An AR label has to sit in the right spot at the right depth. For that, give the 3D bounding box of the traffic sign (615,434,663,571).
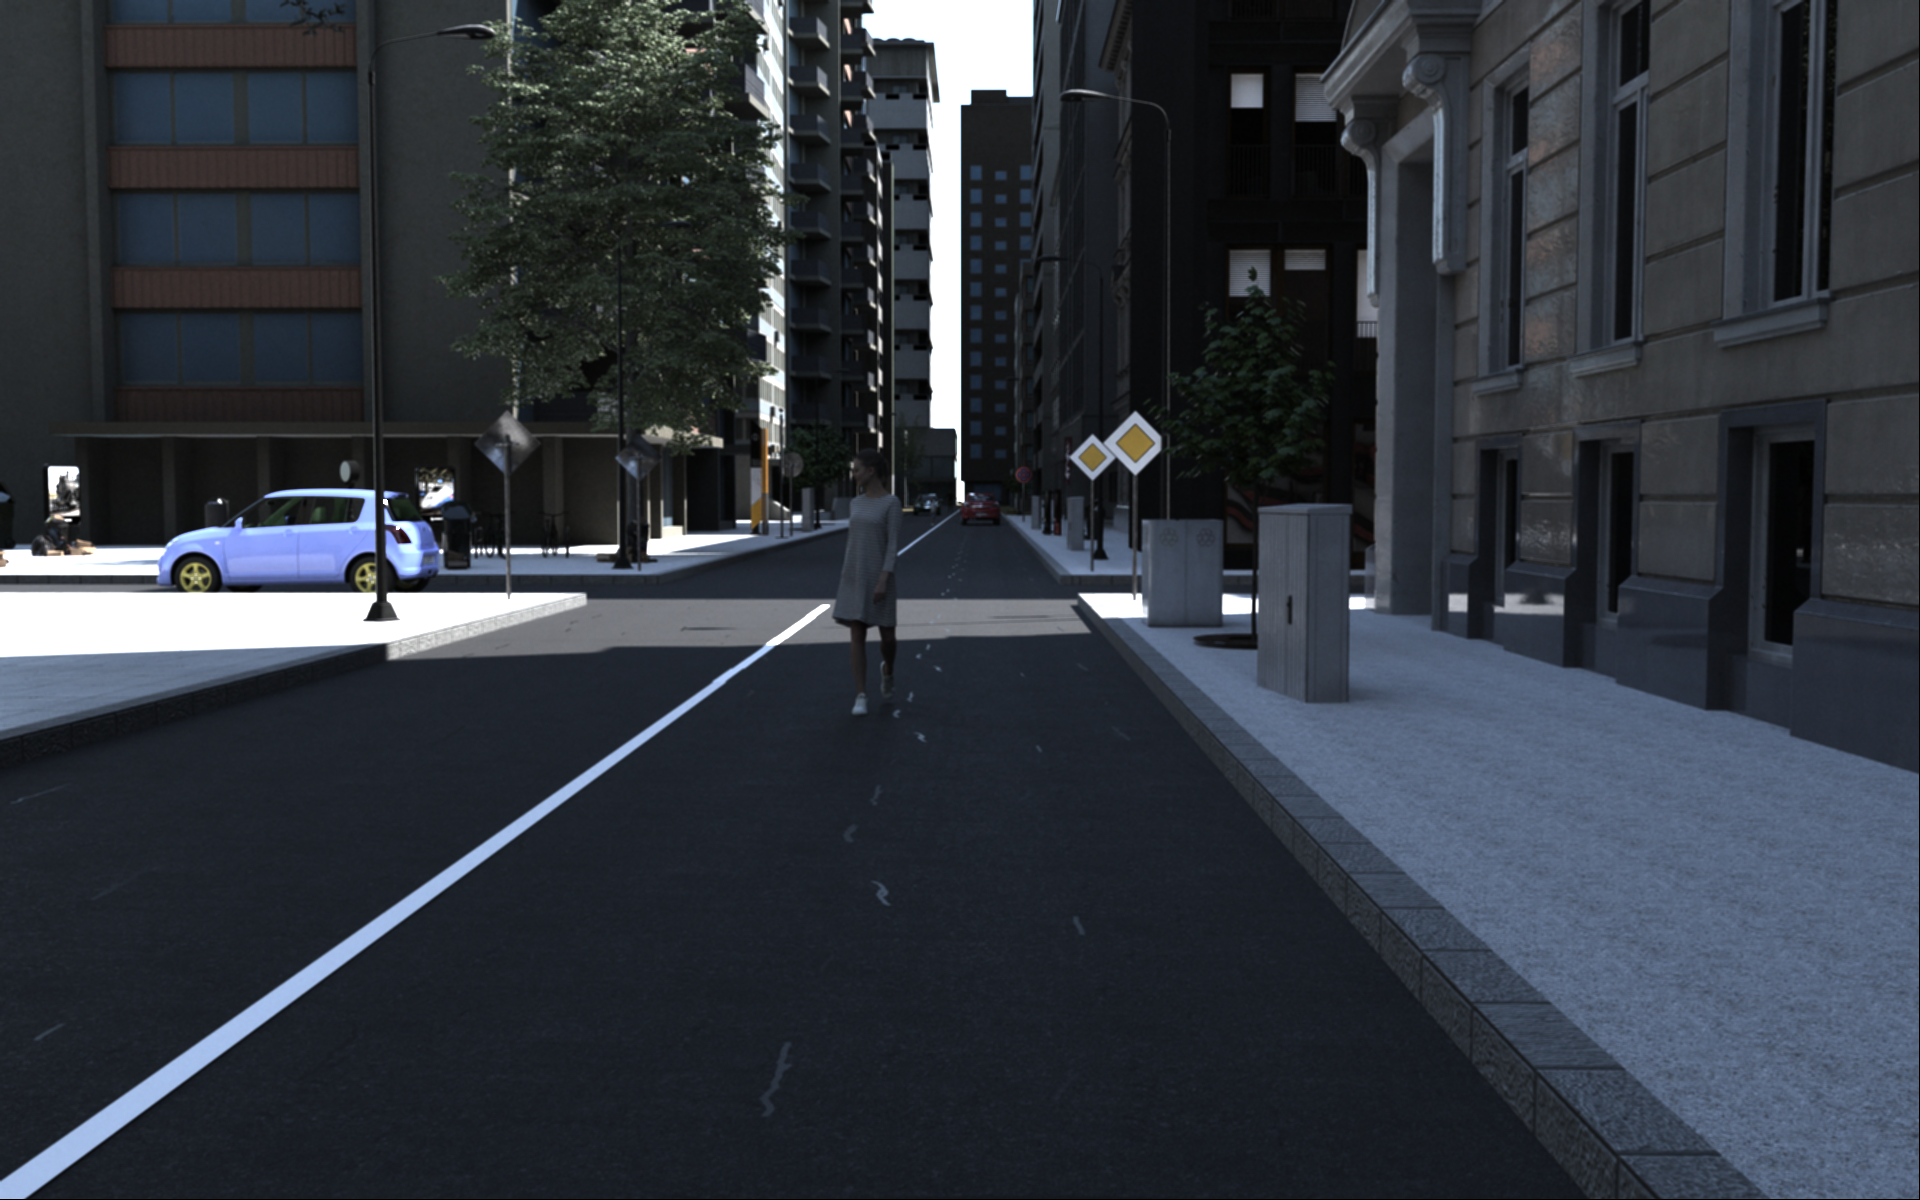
[{"bbox_3d":[-5.348,-1.542,28.852,0.795,2.450,0.064,0,4,1],"label":"traffic sign"}]

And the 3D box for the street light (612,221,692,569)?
[{"bbox_3d":[-5.259,-3.489,29.583,1.470,5.913,1.316,0,4,1],"label":"street light"}]

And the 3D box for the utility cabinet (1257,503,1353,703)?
[{"bbox_3d":[2.186,0.003,11.109,0.306,1.237,1.020,0,4,-7],"label":"utility cabinet"}]

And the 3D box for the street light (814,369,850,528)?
[{"bbox_3d":[-4.787,-5.628,64.563,1.470,5.913,1.316,0,4,1],"label":"street light"}]

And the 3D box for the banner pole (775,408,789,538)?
[{"bbox_3d":[-5.186,-3.702,50.550,0.401,3.779,0.863,0,4,-1],"label":"banner pole"}]

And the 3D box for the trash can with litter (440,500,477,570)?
[{"bbox_3d":[-8.600,-1.127,29.810,0.624,1.170,1.055,-1,4,-19],"label":"trash can with litter"}]

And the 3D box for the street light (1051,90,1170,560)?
[{"bbox_3d":[1.845,-2.908,20.085,1.470,5.913,1.316,0,4,1],"label":"street light"}]

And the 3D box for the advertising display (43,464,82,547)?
[{"bbox_3d":[-19.541,-1.989,37.727,0.123,1.923,0.974,1,4,14],"label":"advertising display"}]

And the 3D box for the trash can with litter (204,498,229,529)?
[{"bbox_3d":[-14.767,-1.468,35.065,2.233,1.210,1.678,1,4,12],"label":"trash can with litter"}]

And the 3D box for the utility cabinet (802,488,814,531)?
[{"bbox_3d":[-5.194,-3.084,59.095,0.318,1.500,1.173,0,4,2],"label":"utility cabinet"}]

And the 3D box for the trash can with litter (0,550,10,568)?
[{"bbox_3d":[-16.890,-1.126,29.793,0.624,1.170,1.055,0,4,0],"label":"trash can with litter"}]

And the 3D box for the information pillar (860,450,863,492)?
[{"bbox_3d":[-5.199,-6.115,91.333,0.183,3.616,0.504,0,4,2],"label":"information pillar"}]

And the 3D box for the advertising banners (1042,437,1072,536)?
[{"bbox_3d":[3.024,-3.521,53.758,0.090,3.025,2.074,-1,4,-22],"label":"advertising banners"}]

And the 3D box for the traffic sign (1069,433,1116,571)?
[{"bbox_3d":[2.195,-1.535,28.737,0.795,2.450,0.064,0,4,1],"label":"traffic sign"}]

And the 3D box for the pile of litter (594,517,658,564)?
[{"bbox_3d":[-6.313,-1.146,32.701,1.176,0.858,1.719,-1,4,-10],"label":"pile of litter"}]

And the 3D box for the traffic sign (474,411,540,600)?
[{"bbox_3d":[-5.449,-1.054,20.868,0.795,2.450,0.064,0,4,1],"label":"traffic sign"}]

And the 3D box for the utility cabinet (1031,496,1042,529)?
[{"bbox_3d":[2.818,-3.206,63.577,0.306,1.237,1.020,0,4,8],"label":"utility cabinet"}]

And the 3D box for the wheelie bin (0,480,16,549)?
[{"bbox_3d":[-22.460,-1.981,40.302,0.980,1.594,0.693,1,4,23],"label":"wheelie bin"}]

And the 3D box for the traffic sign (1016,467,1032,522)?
[{"bbox_3d":[2.952,-4.899,80.210,0.768,2.556,0.104,0,4,1],"label":"traffic sign"}]

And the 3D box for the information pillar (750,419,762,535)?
[{"bbox_3d":[-6.324,-3.843,54.189,0.504,3.616,0.183,-1,4,-20],"label":"information pillar"}]

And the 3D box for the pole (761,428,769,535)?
[{"bbox_3d":[-6.071,-3.673,53.889,0.158,3.312,0.155,0,3,0],"label":"pole"}]

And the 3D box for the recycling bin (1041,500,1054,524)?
[{"bbox_3d":[3.764,-3.822,75.051,0.722,1.027,0.722,1,4,11],"label":"recycling bin"}]

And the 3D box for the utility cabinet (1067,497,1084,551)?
[{"bbox_3d":[2.630,-1.738,39.581,0.306,1.237,1.020,0,4,-2],"label":"utility cabinet"}]

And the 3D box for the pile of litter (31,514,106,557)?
[{"bbox_3d":[-18.593,-1.356,36.132,1.176,0.858,1.719,2,4,29],"label":"pile of litter"}]

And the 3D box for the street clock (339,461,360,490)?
[{"bbox_3d":[-13.201,-2.014,37.501,0.471,2.002,0.358,3,5,41],"label":"street clock"}]

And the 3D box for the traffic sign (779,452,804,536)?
[{"bbox_3d":[-5.141,-3.217,52.710,0.768,2.556,0.104,1,4,8],"label":"traffic sign"}]

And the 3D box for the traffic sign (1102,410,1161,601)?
[{"bbox_3d":[2.094,-1.047,20.753,0.795,2.450,0.064,0,4,1],"label":"traffic sign"}]

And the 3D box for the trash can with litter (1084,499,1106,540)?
[{"bbox_3d":[3.546,-2.267,48.459,1.055,1.170,0.624,2,4,30],"label":"trash can with litter"}]

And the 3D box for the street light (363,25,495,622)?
[{"bbox_3d":[-5.308,-2.740,17.334,1.470,5.913,1.316,0,4,1],"label":"street light"}]

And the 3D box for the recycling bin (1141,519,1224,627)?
[{"bbox_3d":[2.174,-0.271,16.989,0.722,1.027,0.722,0,3,0],"label":"recycling bin"}]

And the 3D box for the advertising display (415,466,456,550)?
[{"bbox_3d":[-12.042,-2.116,39.809,0.123,1.923,0.974,3,5,41],"label":"advertising display"}]
